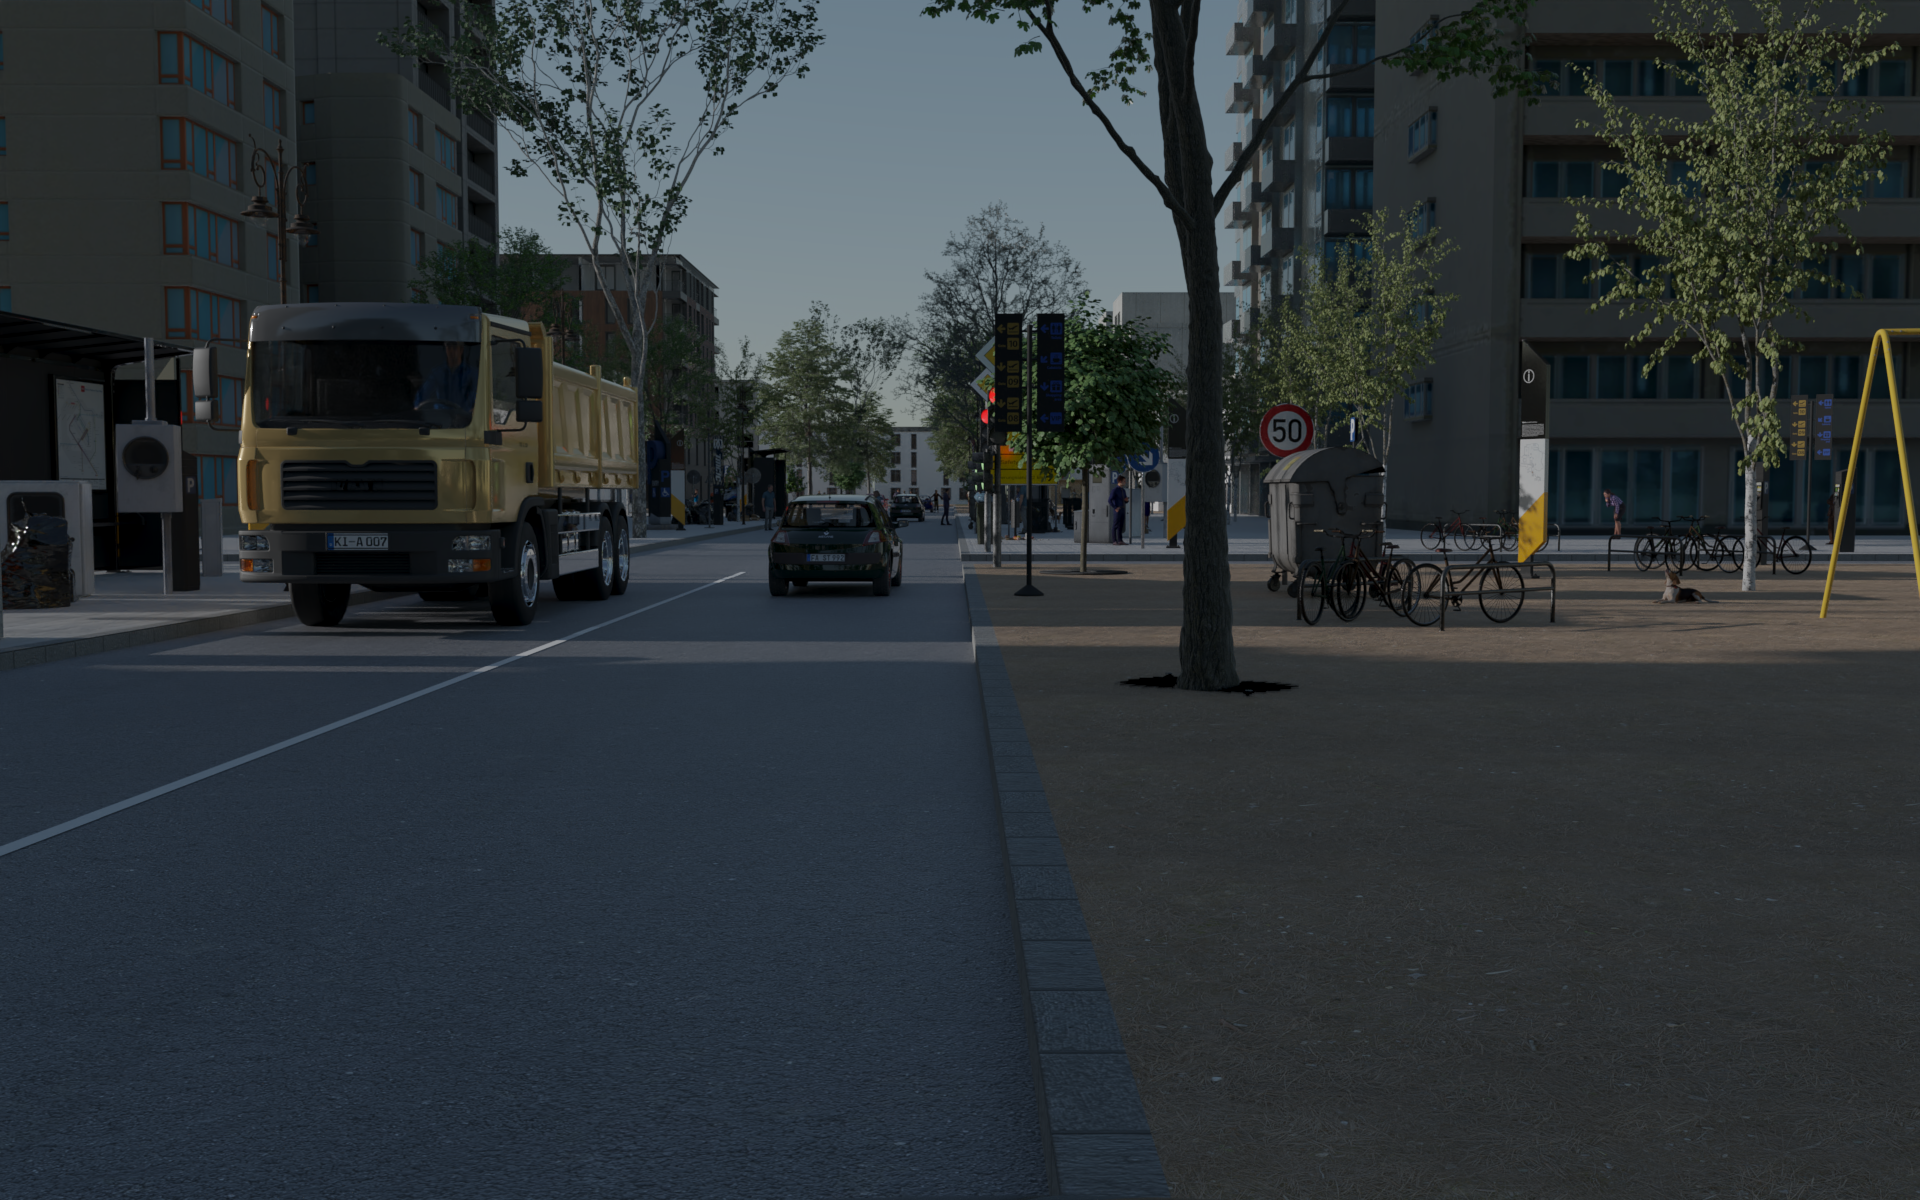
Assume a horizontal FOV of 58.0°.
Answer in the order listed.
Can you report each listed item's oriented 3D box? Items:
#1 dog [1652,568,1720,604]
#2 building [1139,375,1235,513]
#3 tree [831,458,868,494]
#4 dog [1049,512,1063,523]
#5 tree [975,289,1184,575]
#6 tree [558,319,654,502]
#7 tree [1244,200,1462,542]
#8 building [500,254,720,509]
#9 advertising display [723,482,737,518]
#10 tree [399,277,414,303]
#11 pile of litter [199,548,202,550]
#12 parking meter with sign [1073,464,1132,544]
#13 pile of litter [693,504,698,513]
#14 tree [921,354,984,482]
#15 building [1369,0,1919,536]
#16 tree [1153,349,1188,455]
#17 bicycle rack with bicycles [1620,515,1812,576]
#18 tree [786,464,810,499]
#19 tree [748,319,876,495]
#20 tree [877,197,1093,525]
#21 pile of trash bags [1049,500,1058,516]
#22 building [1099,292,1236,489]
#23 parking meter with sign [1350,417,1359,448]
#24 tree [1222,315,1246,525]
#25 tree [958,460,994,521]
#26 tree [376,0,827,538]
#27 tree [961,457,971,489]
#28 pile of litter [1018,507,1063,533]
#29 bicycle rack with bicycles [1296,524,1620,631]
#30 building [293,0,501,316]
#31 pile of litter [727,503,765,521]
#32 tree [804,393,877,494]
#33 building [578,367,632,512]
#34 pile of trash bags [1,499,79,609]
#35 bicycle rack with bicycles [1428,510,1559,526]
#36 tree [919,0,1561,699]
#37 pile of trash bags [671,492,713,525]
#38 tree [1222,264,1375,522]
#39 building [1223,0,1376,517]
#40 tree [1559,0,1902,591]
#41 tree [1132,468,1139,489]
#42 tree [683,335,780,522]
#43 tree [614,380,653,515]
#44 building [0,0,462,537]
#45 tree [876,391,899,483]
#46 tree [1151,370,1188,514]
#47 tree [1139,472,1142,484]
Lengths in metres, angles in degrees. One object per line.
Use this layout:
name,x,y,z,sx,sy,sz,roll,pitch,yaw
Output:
dog,8.540,-0.159,20.339,0.748,0.427,0.550,2,4,24
building,19.361,-11.513,130.387,9.099,9.664,28.070,0,4,0
tree,-9.428,-9.991,147.058,4.285,4.588,4.351,0,3,0
dog,4.207,-3.606,75.793,0.540,0.507,0.406,0,4,-7
tree,1.925,-2.705,27.935,4.285,4.588,4.351,0,3,0
tree,-15.207,-7.553,73.850,4.737,8.622,4.395,0,3,0
tree,10.487,-5.700,43.552,4.737,8.622,4.395,0,3,0
building,-40.076,-19.419,161.471,32.646,21.610,27.936,0,4,0
advertising display,-12.453,-5.381,93.186,0.974,1.923,0.123,-2,4,-32
tree,-17.812,-8.594,66.263,9.928,11.665,9.643,0,3,0
pile of litter,-18.216,-1.561,39.481,1.719,0.858,1.176,0,4,2
parking meter with sign,3.747,-2.981,44.993,1.738,3.016,0.543,3,5,39
pile of litter,-12.225,-3.936,78.323,1.176,0.858,1.719,-1,4,-20
tree,0.758,-12.792,127.275,7.486,12.596,7.792,0,3,0
building,26.418,-26.787,61.676,21.600,48.544,21.300,0,4,0
tree,11.379,-7.454,72.240,4.737,8.622,4.395,0,3,0
bicycle rack with bicycles,11.962,-0.916,28.354,2.852,0.926,2.925,-1,4,-15
tree,-9.892,-6.555,101.783,1.663,3.219,1.824,0,3,0
tree,-10.223,-11.913,112.899,7.486,12.596,7.792,0,3,0
tree,1.724,-9.939,72.866,12.009,13.543,11.850,0,3,0
pile of trash bags,4.300,-5.599,101.303,1.912,1.369,3.447,2,4,29
building,22.485,-17.971,160.276,16.747,18.905,31.486,0,4,0
parking meter with sign,8.144,-2.645,39.500,1.738,3.016,0.543,0,4,3
tree,10.124,-6.057,49.391,4.737,8.622,4.395,0,3,0
tree,0.973,-5.493,84.412,1.663,3.219,1.824,0,3,0
tree,-10.858,-11.868,49.926,12.611,20.169,13.585,0,3,0
tree,1.726,-13.488,170.885,4.360,8.622,3.978,0,3,0
pile of litter,2.593,-2.703,58.156,1.719,0.858,1.176,3,4,37
bicycle rack with bicycles,4.479,-0.249,17.449,2.925,0.926,2.852,-3,4,-36
building,-33.226,-39.805,89.070,20.563,71.187,20.611,0,4,0
pile of litter,-10.168,-4.257,83.565,1.719,0.858,1.176,1,4,14
tree,-10.989,-13.574,156.345,7.601,10.594,8.767,-3,5,-40
building,-28.053,-11.397,128.485,9.099,9.664,28.070,0,4,0
pile of trash bags,-10.923,-0.577,19.189,1.912,1.369,3.447,-1,4,-20
bicycle rack with bicycles,12.259,-1.576,39.153,2.852,0.926,2.925,-2,4,-26
tree,1.493,-5.226,11.195,9.928,11.665,9.643,0,3,0
pile of trash bags,-10.962,-3.915,73.763,1.912,1.369,3.447,1,4,13
tree,10.854,-6.451,55.842,4.360,8.622,3.978,0,3,0
building,27.296,-29.242,97.709,23.786,49.044,30.456,0,4,0
tree,10.238,-4.425,22.715,4.737,8.622,4.395,0,3,0
tree,9.533,-8.618,91.261,4.737,8.622,4.395,0,3,0
tree,-10.446,-7.901,79.547,4.737,8.622,4.395,0,3,0
tree,-20.591,-9.519,106.000,4.360,8.622,3.978,0,3,0
building,-36.798,-13.505,65.839,27.650,21.520,28.899,0,4,0
tree,-10.201,-16.611,189.723,7.486,12.596,7.792,0,3,0
tree,12.612,-9.217,101.052,4.360,8.622,3.978,0,3,0
tree,11.420,-8.286,85.838,4.737,8.622,4.395,0,3,0
